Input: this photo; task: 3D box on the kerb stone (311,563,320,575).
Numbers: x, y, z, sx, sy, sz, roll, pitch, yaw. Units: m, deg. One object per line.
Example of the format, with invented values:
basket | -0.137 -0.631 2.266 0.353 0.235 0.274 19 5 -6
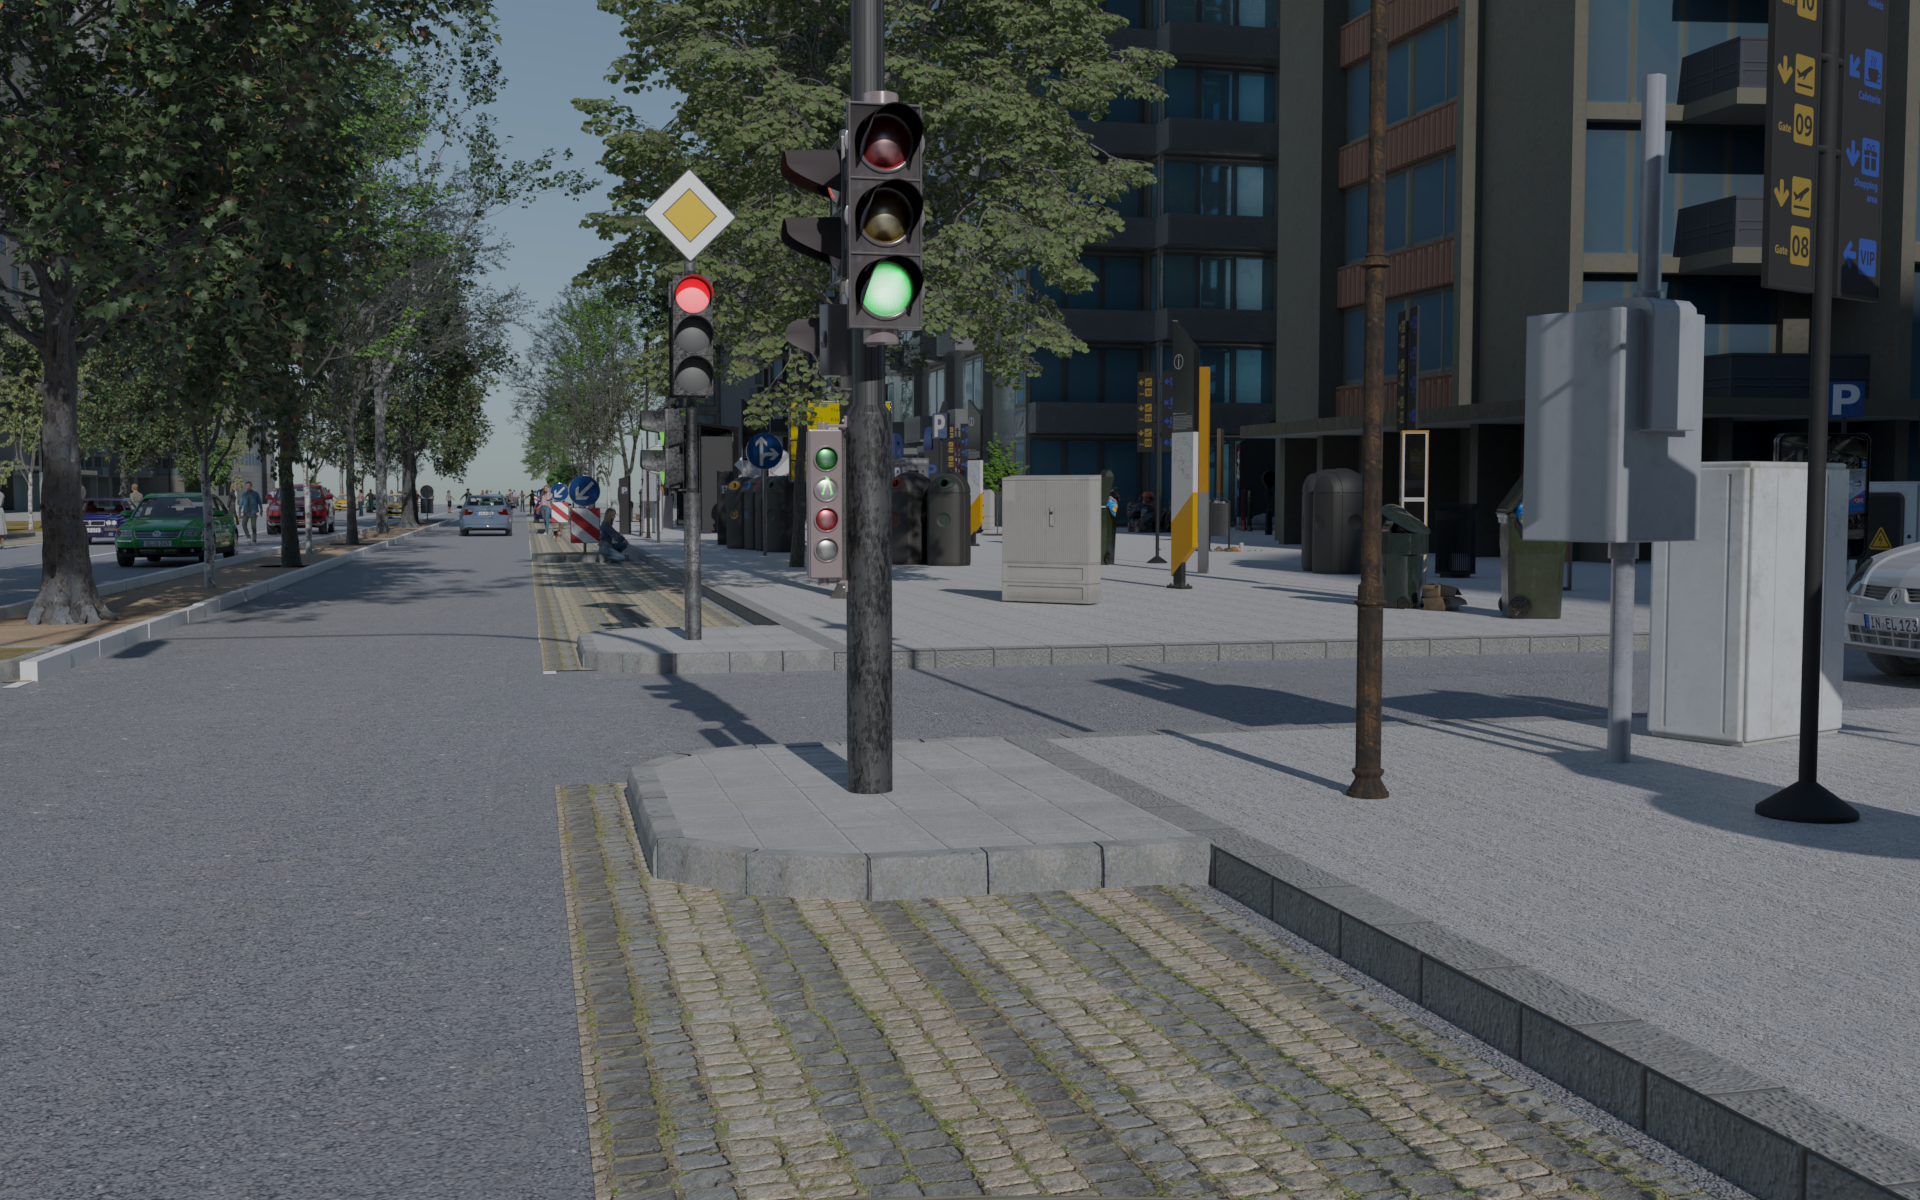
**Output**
kerb stone | -11.485 -0.515 30.621 0.120 0.150 1.000 -1 4 -14

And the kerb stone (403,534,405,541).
kerb stone | -16.986 -1.852 52.479 0.120 0.150 1.000 -1 4 -14

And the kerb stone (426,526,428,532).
kerb stone | -19.989 -2.580 64.423 0.120 0.150 1.000 -1 4 -14

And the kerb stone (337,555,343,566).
kerb stone | -12.487 -0.758 34.595 0.120 0.150 1.000 -1 4 -14

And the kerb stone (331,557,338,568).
kerb stone | -12.236 -0.698 33.604 0.120 0.150 1.000 -1 4 -14

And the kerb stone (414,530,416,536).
kerb stone | -18.233 -2.156 57.443 0.120 0.150 1.000 -1 4 -14

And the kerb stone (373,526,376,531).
kerb stone | -22.780 -2.732 66.916 0.120 0.150 1.000 -1 4 -14

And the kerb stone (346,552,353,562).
kerb stone | -12.986 -0.880 36.585 0.120 0.150 1.000 -1 4 -14

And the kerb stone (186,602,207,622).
kerb stone | -8.738 0.163 19.681 0.120 0.150 1.000 -1 4 -14

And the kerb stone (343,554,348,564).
kerb stone | -12.743 -0.819 35.589 0.120 0.150 1.000 -1 4 -14

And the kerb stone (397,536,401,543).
kerb stone | -16.481 -1.727 50.497 0.120 0.150 1.000 -1 4 -14

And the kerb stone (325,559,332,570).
kerb stone | -11.985 -0.637 32.610 0.120 0.150 1.000 -1 4 -14

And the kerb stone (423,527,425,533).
kerb stone | -19.483 -2.461 62.439 0.120 0.150 1.000 -1 4 -14

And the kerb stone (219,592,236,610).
kerb stone | -9.242 0.032 21.669 0.120 0.150 1.000 -1 4 -14

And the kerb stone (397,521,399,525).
kerb stone | -25.777 -3.465 78.855 0.120 0.150 1.000 -1 4 -14

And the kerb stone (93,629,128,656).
kerb stone | -7.748 0.399 15.707 0.120 0.150 1.000 -1 4 -14

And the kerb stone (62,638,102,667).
kerb stone | -7.501 0.458 14.715 0.120 0.150 1.000 -1 4 -14

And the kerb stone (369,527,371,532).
kerb stone | -22.281 -2.614 64.929 0.120 0.150 1.000 -1 4 -14

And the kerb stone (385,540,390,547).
kerb stone | -15.495 -1.482 46.524 0.120 0.150 1.000 -1 4 -14

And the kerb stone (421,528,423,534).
kerb stone | -19.237 -2.400 61.442 0.120 0.150 1.000 -1 4 -14

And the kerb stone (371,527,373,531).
kerb stone | -22.528 -2.674 65.921 0.120 0.150 1.000 -1 4 -14

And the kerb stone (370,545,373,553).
kerb stone | -14.246 -1.183 41.565 0.120 0.150 1.000 -1 4 -14

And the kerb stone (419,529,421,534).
kerb stone | -18.982 -2.338 60.429 0.120 0.150 1.000 -1 4 -14

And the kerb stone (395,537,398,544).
kerb stone | -16.235 -1.670 49.505 0.120 0.150 1.000 -1 4 -14

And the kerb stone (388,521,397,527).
kerb stone | -25.533 -3.404 77.860 0.120 0.150 1.000 -1 4 -14

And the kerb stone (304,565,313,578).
kerb stone | -11.239 -0.451 29.629 0.120 0.150 1.000 -1 4 -14

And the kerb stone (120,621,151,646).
kerb stone | -8.000 0.336 16.702 0.120 0.150 1.000 -1 4 -14

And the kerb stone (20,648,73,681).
kerb stone | -7.242 0.518 13.727 0.120 0.150 1.000 -1 4 -14

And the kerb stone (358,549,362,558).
kerb stone | -13.496 -0.999 38.576 0.120 0.150 1.000 -1 4 -14

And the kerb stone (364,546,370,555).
kerb stone | -13.994 -1.121 40.564 0.120 0.150 1.000 -1 4 -14

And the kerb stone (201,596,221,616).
kerb stone | -8.999 0.093 20.676 0.120 0.150 1.000 -1 4 -14

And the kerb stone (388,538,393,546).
kerb stone | -15.734 -1.549 47.518 0.120 0.150 1.000 -1 4 -14

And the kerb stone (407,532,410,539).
kerb stone | -17.484 -1.974 54.466 0.120 0.150 1.000 -1 4 -14

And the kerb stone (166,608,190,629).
kerb stone | -8.495 0.217 18.688 0.120 0.150 1.000 -1 4 -14

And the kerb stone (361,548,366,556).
kerb stone | -13.747 -1.061 39.572 0.120 0.150 1.000 -1 4 -14

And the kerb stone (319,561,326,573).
kerb stone | -11.735 -0.576 31.615 0.120 0.150 1.000 -1 4 -14

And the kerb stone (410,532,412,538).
kerb stone | -17.730 -2.034 55.458 0.120 0.150 1.000 -1 4 -14

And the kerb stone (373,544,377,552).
kerb stone | -14.492 -1.246 42.561 0.120 0.150 1.000 -1 4 -14

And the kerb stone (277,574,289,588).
kerb stone | -10.490 -0.270 26.650 0.120 0.150 1.000 -1 4 -14

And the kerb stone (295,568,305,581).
kerb stone | -10.994 -0.394 28.637 0.120 0.150 1.000 -1 4 -14

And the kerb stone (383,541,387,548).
kerb stone | -15.242 -1.419 45.534 0.120 0.150 1.000 -1 4 -14

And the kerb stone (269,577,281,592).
kerb stone | -10.233 -0.210 25.651 0.120 0.150 1.000 -1 4 -14

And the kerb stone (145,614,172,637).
kerb stone | -8.242 0.276 17.697 0.120 0.150 1.000 -1 4 -14

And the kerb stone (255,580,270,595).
kerb stone | -9.995 -0.151 24.657 0.120 0.150 1.000 -1 4 -14

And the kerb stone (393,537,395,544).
kerb stone | -15.992 -1.610 48.512 0.120 0.150 1.000 -1 4 -14

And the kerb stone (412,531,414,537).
kerb stone | -17.985 -2.094 56.451 0.120 0.150 1.000 -1 4 -14

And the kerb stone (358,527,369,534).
kerb stone | -22.029 -2.552 63.935 0.120 0.150 1.000 -1 4 -14

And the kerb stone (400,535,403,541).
kerb stone | -16.736 -1.792 51.488 0.120 0.150 1.000 -1 4 -14

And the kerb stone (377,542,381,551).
kerb stone | -14.739 -1.306 43.553 0.120 0.150 1.000 -1 4 -14

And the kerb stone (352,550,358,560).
kerb stone | -13.238 -0.940 37.576 0.120 0.150 1.000 -1 4 -14

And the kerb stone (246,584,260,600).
kerb stone | -9.733 -0.089 23.653 0.120 0.150 1.000 -1 4 -14

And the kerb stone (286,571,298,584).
kerb stone | -10.742 -0.333 27.645 0.120 0.150 1.000 -1 4 -14

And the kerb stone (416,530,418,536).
kerb stone | -18.484 -2.216 58.444 0.120 0.150 1.000 -1 4 -14

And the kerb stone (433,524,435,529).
kerb stone | -21.235 -2.887 69.398 0.120 0.150 1.000 -1 4 -14

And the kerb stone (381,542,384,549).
kerb stone | -14.984 -1.362 44.545 0.120 0.150 1.000 -1 4 -14

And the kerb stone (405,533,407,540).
kerb stone | -17.240 -1.911 53.474 0.120 0.150 1.000 -1 4 -14

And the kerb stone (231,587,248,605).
kerb stone | -9.495 -0.028 22.659 0.120 0.150 1.000 -1 4 -14

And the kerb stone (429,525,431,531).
kerb stone | -20.486 -2.705 66.421 0.120 0.150 1.000 -1 4 -14
